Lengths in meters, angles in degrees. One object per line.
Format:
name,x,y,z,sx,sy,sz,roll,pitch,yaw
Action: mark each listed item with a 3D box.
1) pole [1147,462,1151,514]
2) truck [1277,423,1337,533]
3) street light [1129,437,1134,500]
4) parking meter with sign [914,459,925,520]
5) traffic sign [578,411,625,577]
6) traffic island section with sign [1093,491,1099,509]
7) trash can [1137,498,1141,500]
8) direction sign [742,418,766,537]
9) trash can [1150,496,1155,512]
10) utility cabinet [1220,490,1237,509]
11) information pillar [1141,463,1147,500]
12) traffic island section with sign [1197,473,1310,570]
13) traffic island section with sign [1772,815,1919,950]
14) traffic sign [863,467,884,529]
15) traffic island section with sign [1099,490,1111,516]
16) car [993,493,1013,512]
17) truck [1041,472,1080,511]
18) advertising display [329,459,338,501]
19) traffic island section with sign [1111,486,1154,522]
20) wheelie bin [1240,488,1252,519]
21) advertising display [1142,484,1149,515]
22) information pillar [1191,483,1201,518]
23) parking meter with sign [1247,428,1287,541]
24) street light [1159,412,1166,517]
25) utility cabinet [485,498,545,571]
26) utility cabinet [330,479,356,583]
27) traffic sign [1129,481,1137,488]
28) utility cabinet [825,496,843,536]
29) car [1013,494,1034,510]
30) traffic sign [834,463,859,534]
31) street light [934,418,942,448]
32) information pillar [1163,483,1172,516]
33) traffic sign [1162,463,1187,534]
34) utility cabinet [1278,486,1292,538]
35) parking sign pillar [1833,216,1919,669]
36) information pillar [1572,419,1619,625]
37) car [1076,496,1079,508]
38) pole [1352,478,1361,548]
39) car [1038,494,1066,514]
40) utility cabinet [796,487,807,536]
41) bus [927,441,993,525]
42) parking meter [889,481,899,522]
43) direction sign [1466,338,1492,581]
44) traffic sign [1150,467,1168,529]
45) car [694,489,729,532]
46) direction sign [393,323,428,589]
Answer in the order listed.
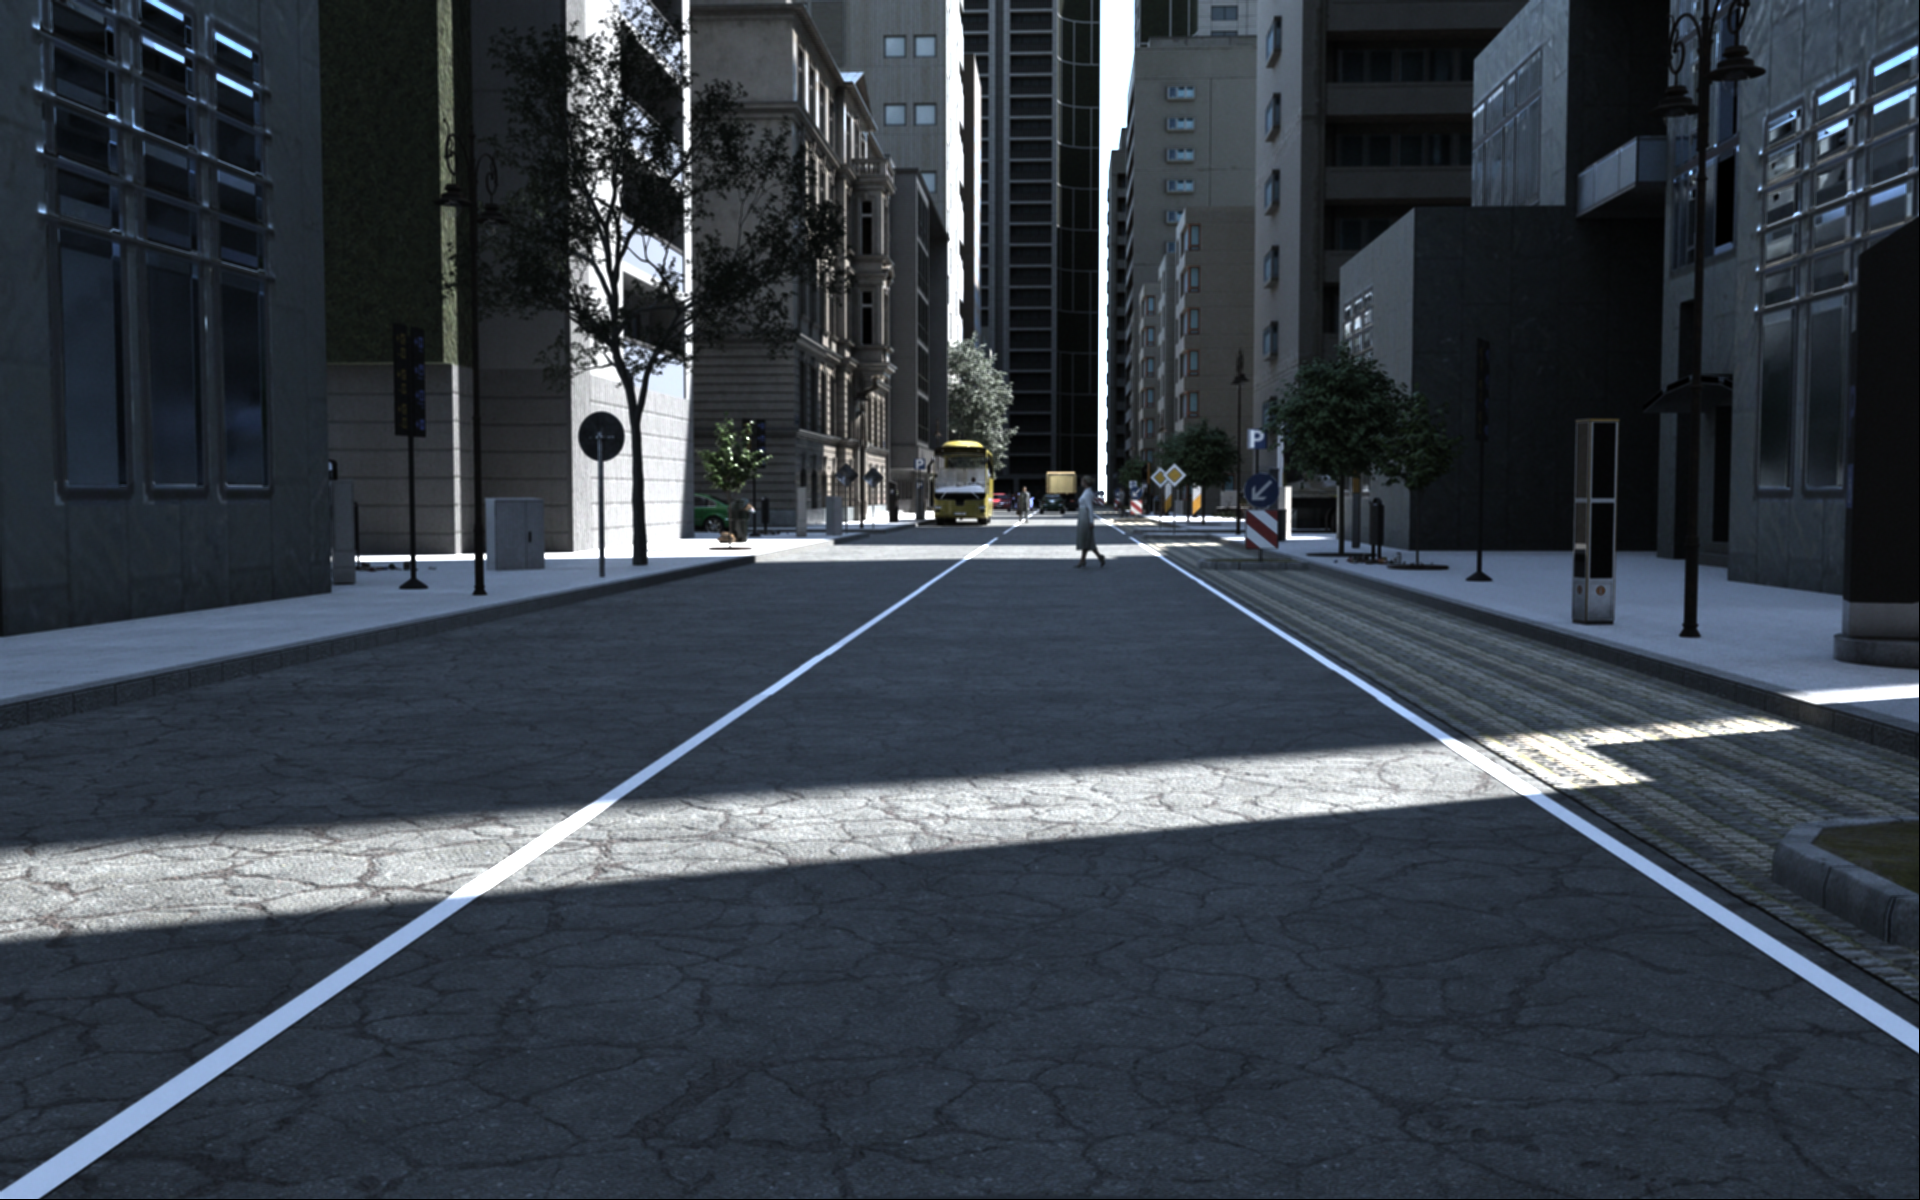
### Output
pole,12.192,-7.212,111.757,0.158,3.312,0.155,0,3,0
truck,16.674,-4.322,59.576,11.283,4.237,2.839,0,4,5
street light,13.645,-10.074,137.505,0.468,5.910,1.993,0,4,3
parking meter with sign,-1.957,-5.474,85.755,0.543,3.016,1.738,0,4,1
traffic sign,-5.542,-1.629,26.742,0.768,2.556,0.104,1,4,13
traffic island section with sign,13.418,-9.604,165.654,1.989,1.847,2.006,0,4,3
trash can,13.958,-7.488,134.089,0.748,1.137,0.748,0,3,0
direction sign,-6.197,-3.680,52.159,0.379,3.537,0.876,3,5,43
trash can,13.919,-6.868,123.949,0.748,1.137,0.748,0,3,0
utility cabinet,16.014,-5.739,102.510,1.173,1.500,0.318,2,4,32
information pillar,13.818,-8.457,129.624,0.504,3.616,0.183,-1,4,-19
traffic island section with sign,5.592,-1.506,33.252,1.989,1.847,2.006,0,4,3
traffic island section with sign,3.954,0.171,5.835,1.989,1.847,2.006,0,4,3
traffic sign,-3.220,-3.707,64.249,0.795,2.450,0.064,0,4,3
traffic island section with sign,10.459,-6.535,115.469,1.989,1.847,2.006,0,4,3
car,3.299,-8.211,143.284,2.155,1.783,4.494,0,4,3
truck,8.755,-9.432,150.136,3.469,3.379,9.791,0,4,3
advertising display,-12.107,-1.662,32.393,0.974,1.923,0.123,1,4,10
traffic island section with sign,8.838,-4.869,88.237,1.989,1.847,2.006,0,4,3
wheelie bin,14.778,-5.003,89.714,0.693,1.594,0.980,-3,5,-44
advertising display,11.438,-6.212,106.772,0.123,1.923,0.974,-1,4,-14
information pillar,12.770,-6.245,93.463,0.504,3.616,0.183,-1,4,-17
parking meter with sign,8.342,-3.095,46.866,0.543,3.016,1.738,2,4,31
street light,11.466,-7.676,98.293,0.468,5.910,1.993,0,4,3
utility cabinet,-7.551,-1.117,29.432,0.306,1.237,1.020,3,4,38
utility cabinet,-8.936,-1.000,25.028,0.318,1.500,1.173,-1,4,-21
traffic sign,13.222,-7.966,132.381,0.606,2.300,0.079,1,4,11
utility cabinet,-3.917,-2.617,53.949,0.306,1.237,1.020,-1,4,-19
car,5.674,-8.909,155.246,1.945,1.707,3.694,0,4,3
traffic sign,-3.691,-3.219,56.278,0.795,2.450,0.064,0,4,3
street light,-1.342,-8.058,104.533,0.468,5.910,1.993,0,4,3
information pillar,12.136,-6.702,100.932,0.504,3.616,0.183,-3,5,-39
traffic sign,6.883,-3.180,55.634,0.795,2.450,0.064,0,4,3
utility cabinet,9.413,-2.559,50.516,0.318,1.500,1.173,1,4,20
parking sign pillar,7.471,-1.506,13.102,1.447,3.967,1.447,1,4,20
information pillar,6.258,-0.769,17.069,0.304,2.012,0.304,0,4,-7
car,11.670,-10.466,183.115,2.014,1.417,4.499,0,4,4
pole,9.398,-2.885,41.010,0.158,3.312,0.155,0,3,0
car,6.834,-7.137,128.485,2.131,1.459,4.920,0,4,2
utility cabinet,-4.833,-2.685,52.571,0.318,1.500,1.173,0,4,-7
bus,0.226,-5.617,83.379,2.896,3.916,12.252,0,4,2
parking meter,-3.015,-4.475,78.882,0.399,1.863,0.255,2,4,28
direction sign,7.684,-2.051,25.532,0.379,3.537,0.876,2,4,27
traffic sign,7.355,-3.667,63.605,0.795,2.450,0.064,0,4,3
car,-9.703,-3.116,59.736,4.718,1.807,1.959,0,4,1
direction sign,-7.421,-1.922,23.420,0.379,3.537,0.876,0,4,7
